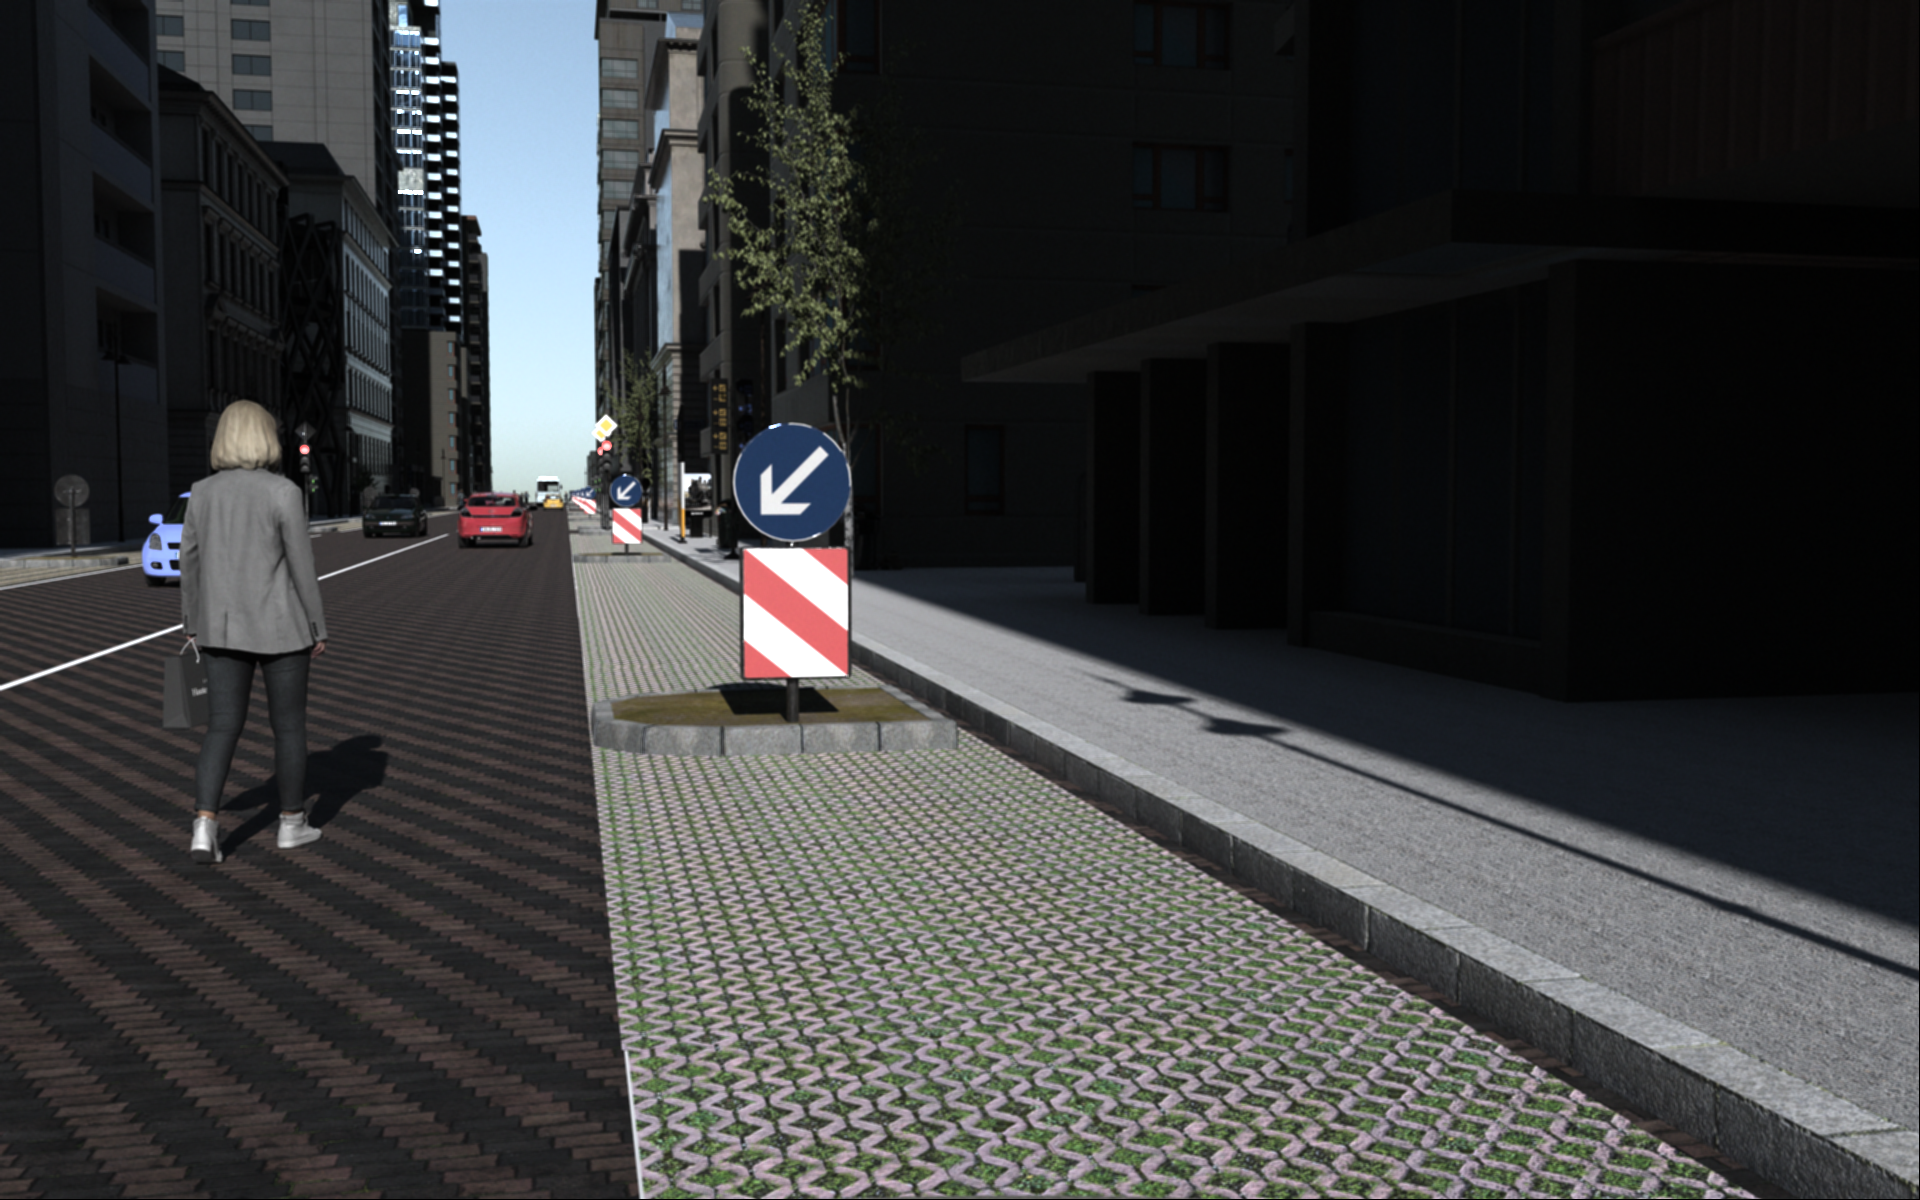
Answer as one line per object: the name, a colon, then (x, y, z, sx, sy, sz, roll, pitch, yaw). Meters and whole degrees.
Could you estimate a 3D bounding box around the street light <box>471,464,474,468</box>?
street light: (-62.570, -15.245, 222.040, 0.468, 5.910, 1.993, -1, 4, -13)

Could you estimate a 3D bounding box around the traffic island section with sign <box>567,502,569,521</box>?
traffic island section with sign: (-19.598, -5.047, 91.144, 1.989, 1.847, 2.006, -1, 4, -13)

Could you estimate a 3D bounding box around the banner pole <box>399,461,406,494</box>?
banner pole: (-41.540, -8.517, 129.267, 0.401, 3.779, 0.863, 1, 4, 23)

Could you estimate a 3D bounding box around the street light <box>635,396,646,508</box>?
street light: (-15.120, -6.677, 81.960, 0.468, 5.910, 1.993, -1, 4, -13)

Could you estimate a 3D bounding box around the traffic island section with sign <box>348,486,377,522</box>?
traffic island section with sign: (-30.028, -4.869, 88.235, 1.989, 1.847, 2.006, -1, 4, -13)

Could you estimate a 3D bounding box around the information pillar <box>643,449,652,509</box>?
information pillar: (-16.055, -5.967, 88.920, 0.504, 3.616, 0.183, 1, 4, 18)

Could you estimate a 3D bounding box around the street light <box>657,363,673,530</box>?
street light: (-10.396, -5.400, 61.072, 0.468, 5.910, 1.993, -1, 4, -13)

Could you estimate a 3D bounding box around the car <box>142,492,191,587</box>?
car: (-11.994, -1.130, 28.075, 1.945, 1.707, 3.694, -1, 4, -11)

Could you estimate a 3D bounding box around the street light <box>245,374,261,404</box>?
street light: (-27.184, -5.741, 66.648, 0.468, 5.910, 1.993, -1, 4, -13)

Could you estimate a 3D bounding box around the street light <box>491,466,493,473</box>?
street light: (-76.088, -18.887, 281.583, 0.468, 5.910, 1.993, -1, 4, -13)

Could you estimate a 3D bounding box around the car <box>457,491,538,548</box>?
car: (-12.695, -2.348, 47.438, 2.155, 1.783, 4.494, -1, 4, -11)

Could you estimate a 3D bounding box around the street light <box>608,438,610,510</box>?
street light: (-28.794, -10.352, 142.044, 0.468, 5.910, 1.993, -1, 4, -13)

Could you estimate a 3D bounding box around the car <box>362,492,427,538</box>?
car: (-18.898, -2.948, 57.985, 2.009, 1.686, 4.222, -1, 4, -11)

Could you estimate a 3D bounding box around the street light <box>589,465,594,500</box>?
street light: (-45.860, -14.924, 216.801, 0.468, 5.910, 1.993, -1, 4, -13)

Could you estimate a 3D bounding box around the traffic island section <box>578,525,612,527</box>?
traffic island section: (-14.183, -2.851, 68.887, 2.009, 0.180, 2.903, -1, 4, -13)

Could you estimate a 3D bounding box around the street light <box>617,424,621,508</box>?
street light: (-22.060, -8.533, 112.307, 0.468, 5.910, 1.993, -1, 4, -13)

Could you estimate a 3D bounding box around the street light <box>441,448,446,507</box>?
street light: (-51.210, -12.172, 171.799, 0.468, 5.910, 1.993, -1, 4, -13)

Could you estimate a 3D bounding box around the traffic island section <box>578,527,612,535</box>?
traffic island section: (-12.410, -2.374, 61.100, 2.009, 0.180, 2.903, -1, 4, -13)

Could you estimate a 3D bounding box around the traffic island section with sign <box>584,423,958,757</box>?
traffic island section with sign: (-1.199, -0.107, 10.376, 1.989, 1.847, 2.006, -1, 4, -13)

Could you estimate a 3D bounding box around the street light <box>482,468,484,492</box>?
street light: (-69.319, -17.068, 251.854, 0.468, 5.910, 1.993, -1, 4, -13)

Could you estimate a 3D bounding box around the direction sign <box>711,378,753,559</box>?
direction sign: (-4.474, -2.574, 34.083, 0.876, 3.537, 0.379, -2, 4, -29)

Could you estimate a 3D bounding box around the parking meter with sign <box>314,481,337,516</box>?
parking meter with sign: (-38.136, -6.554, 103.413, 0.543, 3.016, 1.738, 3, 4, 39)

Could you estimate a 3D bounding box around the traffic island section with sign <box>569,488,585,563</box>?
traffic island section with sign: (-7.190, -1.714, 36.660, 1.989, 1.847, 2.006, -1, 4, -13)

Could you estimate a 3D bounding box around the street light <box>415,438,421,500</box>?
street light: (-44.306, -10.340, 141.851, 0.468, 5.910, 1.993, -1, 4, -13)

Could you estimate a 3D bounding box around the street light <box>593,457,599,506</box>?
street light: (-38.983, -13.091, 186.831, 0.468, 5.910, 1.993, -1, 4, -13)

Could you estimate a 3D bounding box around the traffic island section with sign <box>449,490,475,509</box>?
traffic island section with sign: (-47.287, -9.503, 163.995, 1.989, 1.847, 2.006, -1, 4, -13)

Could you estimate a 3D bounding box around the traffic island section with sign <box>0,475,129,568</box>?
traffic island section with sign: (-17.799, -1.586, 34.553, 1.989, 1.847, 2.006, -1, 4, -13)

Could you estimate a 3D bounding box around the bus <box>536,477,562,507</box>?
bus: (-46.748, -12.356, 196.884, 2.948, 3.499, 13.247, -1, 4, -13)

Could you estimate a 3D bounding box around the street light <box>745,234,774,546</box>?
street light: (-3.506, -3.548, 30.799, 0.468, 5.910, 1.993, -1, 4, -13)

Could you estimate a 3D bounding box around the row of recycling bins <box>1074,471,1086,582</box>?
row of recycling bins: (3.276, -1.155, 26.002, 3.534, 1.692, 1.069, -2, 4, -28)

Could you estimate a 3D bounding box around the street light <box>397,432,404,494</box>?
street light: (-40.728, -9.381, 126.159, 0.468, 5.910, 1.993, -1, 4, -13)

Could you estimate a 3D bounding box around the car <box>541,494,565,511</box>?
car: (-35.437, -8.603, 150.879, 2.015, 1.641, 3.980, -1, 4, -14)

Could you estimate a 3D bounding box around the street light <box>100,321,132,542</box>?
street light: (-22.501, -4.496, 46.302, 0.468, 5.910, 1.993, -1, 4, -13)

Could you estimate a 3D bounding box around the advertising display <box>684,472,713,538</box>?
advertising display: (-7.756, -2.795, 50.905, 0.974, 1.923, 0.123, -1, 4, -23)

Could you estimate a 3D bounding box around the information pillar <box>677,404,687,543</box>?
information pillar: (-7.277, -3.293, 45.193, 0.183, 3.616, 0.504, -1, 4, -21)

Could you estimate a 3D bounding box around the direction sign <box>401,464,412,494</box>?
direction sign: (-42.199, -8.575, 132.191, 0.379, 3.537, 0.876, 3, 5, 39)

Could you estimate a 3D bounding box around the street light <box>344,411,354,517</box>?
street light: (-33.966, -7.559, 96.374, 0.468, 5.910, 1.993, -1, 4, -13)

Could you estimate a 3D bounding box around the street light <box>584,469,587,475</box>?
street light: (-57.382, -18.040, 267.747, 0.468, 5.910, 1.993, -1, 4, -13)

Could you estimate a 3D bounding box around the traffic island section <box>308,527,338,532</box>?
traffic island section: (-25.049, -2.700, 66.426, 2.009, 0.180, 2.903, -1, 4, -13)

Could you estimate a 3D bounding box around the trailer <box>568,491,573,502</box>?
trailer: (-65.257, -17.407, 291.658, 1.471, 1.999, 3.904, -1, 4, -12)

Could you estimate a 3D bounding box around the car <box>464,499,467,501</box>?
car: (-30.711, -6.245, 111.142, 2.155, 1.783, 4.494, -1, 4, -13)

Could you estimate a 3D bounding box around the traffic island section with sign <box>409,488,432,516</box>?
traffic island section with sign: (-36.018, -6.477, 114.527, 1.989, 1.847, 2.006, -1, 4, -13)
